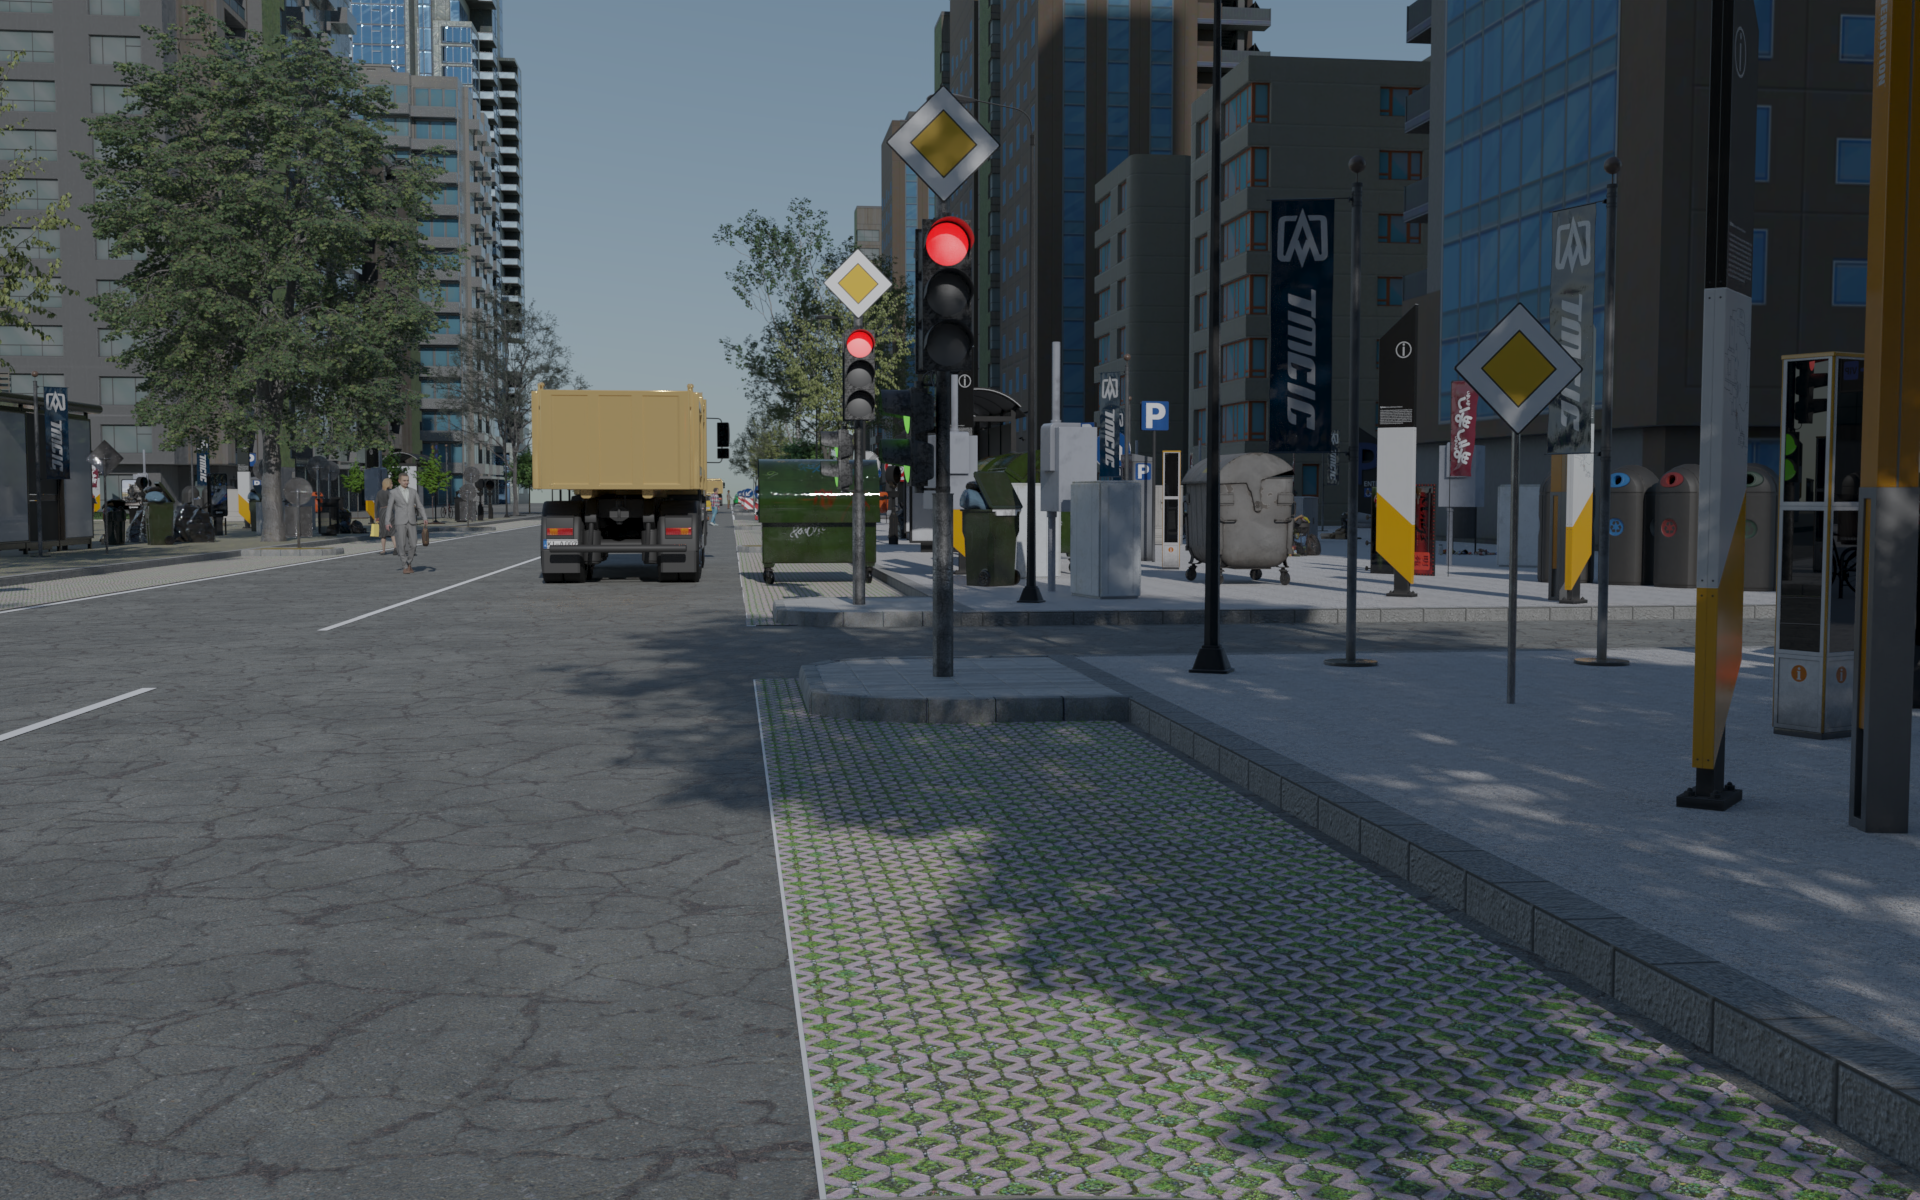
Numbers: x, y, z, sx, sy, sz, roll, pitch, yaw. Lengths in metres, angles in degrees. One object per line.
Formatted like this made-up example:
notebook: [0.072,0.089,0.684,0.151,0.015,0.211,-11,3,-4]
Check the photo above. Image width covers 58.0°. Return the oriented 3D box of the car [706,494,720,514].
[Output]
car: [-18.268,-6.999,124.652,2.015,1.641,3.980,0,4,-7]

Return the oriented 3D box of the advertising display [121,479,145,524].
advertising display: [-35.643,-4.249,74.693,0.974,1.923,0.123,0,4,0]

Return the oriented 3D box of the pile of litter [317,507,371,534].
pile of litter: [-20.042,-2.583,56.202,1.719,0.858,1.176,-1,4,-13]

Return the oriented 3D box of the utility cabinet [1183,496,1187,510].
utility cabinet: [7.845,-2.989,60.033,0.306,1.237,1.020,2,4,30]

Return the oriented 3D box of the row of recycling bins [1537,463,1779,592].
row of recycling bins: [9.711,-1.045,24.195,1.069,1.692,3.534,-3,5,-39]

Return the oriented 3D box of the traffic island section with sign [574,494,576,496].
traffic island section with sign: [-25.843,-6.673,117.737,1.989,1.847,2.006,0,4,-8]

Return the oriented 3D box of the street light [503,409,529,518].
street light: [-24.106,-7.433,94.067,1.470,5.913,1.316,0,4,-8]

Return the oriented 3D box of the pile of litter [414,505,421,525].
pile of litter: [-22.968,-3.543,71.886,1.176,0.858,1.719,-1,4,-13]

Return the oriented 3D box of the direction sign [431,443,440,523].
direction sign: [-23.160,-5.163,76.414,0.379,3.537,0.876,-2,4,-35]

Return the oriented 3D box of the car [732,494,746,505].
car: [-27.194,-12.584,214.540,1.959,1.807,4.718,-1,4,-9]

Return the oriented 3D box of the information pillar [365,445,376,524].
information pillar: [-25.055,-5.026,73.536,0.183,3.616,0.504,1,4,17]

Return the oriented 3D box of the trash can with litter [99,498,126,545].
trash can with litter: [-21.505,-1.981,43.780,0.624,1.170,1.055,-3,5,-45]

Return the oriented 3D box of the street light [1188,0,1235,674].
street light: [1.280,-2.429,12.261,1.470,5.913,1.316,0,4,-8]

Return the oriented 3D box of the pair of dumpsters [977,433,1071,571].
pair of dumpsters: [1.042,-1.661,29.644,1.574,2.255,4.437,0,4,-8]

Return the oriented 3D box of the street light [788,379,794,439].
street light: [-6.320,-5.949,69.812,1.470,5.913,1.316,0,4,-8]

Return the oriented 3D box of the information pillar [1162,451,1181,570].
information pillar: [3.601,-1.530,29.508,0.304,2.012,0.304,0,4,8]

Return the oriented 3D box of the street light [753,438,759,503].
street light: [-16.319,-10.532,144.737,1.470,5.913,1.316,0,4,-8]

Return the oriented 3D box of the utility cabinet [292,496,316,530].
utility cabinet: [-23.500,-3.111,62.019,0.306,1.237,1.020,1,4,14]

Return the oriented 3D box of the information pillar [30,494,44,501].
information pillar: [-34.885,-4.528,65.384,0.504,3.616,0.183,-1,4,-16]

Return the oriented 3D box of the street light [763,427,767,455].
street light: [-12.939,-9.020,120.016,1.470,5.913,1.316,0,4,-8]

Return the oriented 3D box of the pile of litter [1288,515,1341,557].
pile of litter: [6.821,-1.348,36.006,1.719,0.858,1.176,-2,4,-32]

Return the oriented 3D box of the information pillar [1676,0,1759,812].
information pillar: [3.157,-0.965,7.141,0.183,3.616,0.504,3,4,36]

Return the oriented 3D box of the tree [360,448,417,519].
tree: [-21.692,-4.348,65.694,1.663,3.219,1.824,0,3,0]

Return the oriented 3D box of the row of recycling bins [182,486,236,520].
row of recycling bins: [-36.863,-4.848,86.371,3.534,1.692,1.069,-2,4,-27]

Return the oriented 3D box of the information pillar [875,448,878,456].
information pillar: [-4.270,-5.870,87.336,0.183,3.616,0.504,-2,4,-24]

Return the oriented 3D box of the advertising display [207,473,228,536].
advertising display: [-22.986,-2.961,53.629,0.123,1.923,0.974,0,4,7]

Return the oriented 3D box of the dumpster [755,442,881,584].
dumpster: [-2.288,-1.401,27.853,1.985,2.255,1.502,0,4,-7]

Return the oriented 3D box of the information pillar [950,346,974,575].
information pillar: [-0.005,-2.209,27.467,0.504,3.616,0.183,-1,4,-14]

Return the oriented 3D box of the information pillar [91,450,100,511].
information pillar: [-44.152,-5.932,88.337,0.183,3.616,0.504,3,5,39]

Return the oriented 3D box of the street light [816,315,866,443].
street light: [-3.040,-4.437,45.078,1.470,5.913,1.316,0,4,-8]

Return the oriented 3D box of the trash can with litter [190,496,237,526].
trash can with litter: [-29.843,-3.515,68.523,2.233,1.210,1.678,0,4,-1]

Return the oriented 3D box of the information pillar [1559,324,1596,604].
information pillar: [7.256,-1.768,20.266,0.504,3.616,0.183,-3,5,-43]

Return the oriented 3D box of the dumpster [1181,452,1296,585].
dumpster: [4.013,-1.173,24.941,1.264,1.857,1.865,0,4,-7]

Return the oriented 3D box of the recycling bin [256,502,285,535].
recycling bin: [-21.637,-2.556,54.350,0.722,1.027,0.722,-2,4,-34]

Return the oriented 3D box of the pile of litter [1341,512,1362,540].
pile of litter: [10.847,-2.167,49.395,1.176,0.858,1.719,1,4,10]

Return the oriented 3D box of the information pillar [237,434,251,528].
information pillar: [-26.661,-4.476,64.533,0.504,3.616,0.183,1,4,11]

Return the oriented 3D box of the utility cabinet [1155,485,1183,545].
utility cabinet: [4.994,-2.132,43.534,1.173,1.500,0.318,1,4,14]

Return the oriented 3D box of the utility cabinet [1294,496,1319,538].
utility cabinet: [9.372,-2.184,46.871,0.306,1.237,1.020,2,4,34]

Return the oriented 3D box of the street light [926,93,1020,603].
street light: [0.306,-2.920,20.282,1.470,5.913,1.316,0,4,-8]

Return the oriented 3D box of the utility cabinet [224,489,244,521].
utility cabinet: [-33.429,-4.370,80.124,1.173,1.500,0.318,-1,4,-14]

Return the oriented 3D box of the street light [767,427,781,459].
street light: [-9.649,-7.471,94.687,1.470,5.913,1.316,0,4,-8]

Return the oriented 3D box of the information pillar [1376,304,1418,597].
information pillar: [5.457,-1.849,21.591,0.504,3.616,0.183,3,4,36]

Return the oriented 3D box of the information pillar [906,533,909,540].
information pillar: [-1.306,-2.673,48.188,0.304,2.012,0.304,1,4,18]

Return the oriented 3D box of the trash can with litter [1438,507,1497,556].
trash can with litter: [10.955,-1.553,36.453,2.233,1.210,1.678,3,4,36]

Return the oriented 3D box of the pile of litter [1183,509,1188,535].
pile of litter: [7.226,-2.467,54.294,1.176,0.858,1.719,-1,4,-20]

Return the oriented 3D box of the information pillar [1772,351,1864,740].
information pillar: [4.544,-0.285,9.153,0.304,2.012,0.304,-2,4,-30]

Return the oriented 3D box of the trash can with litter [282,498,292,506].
trash can with litter: [-24.394,-3.091,61.921,1.055,1.170,0.624,0,4,-8]
